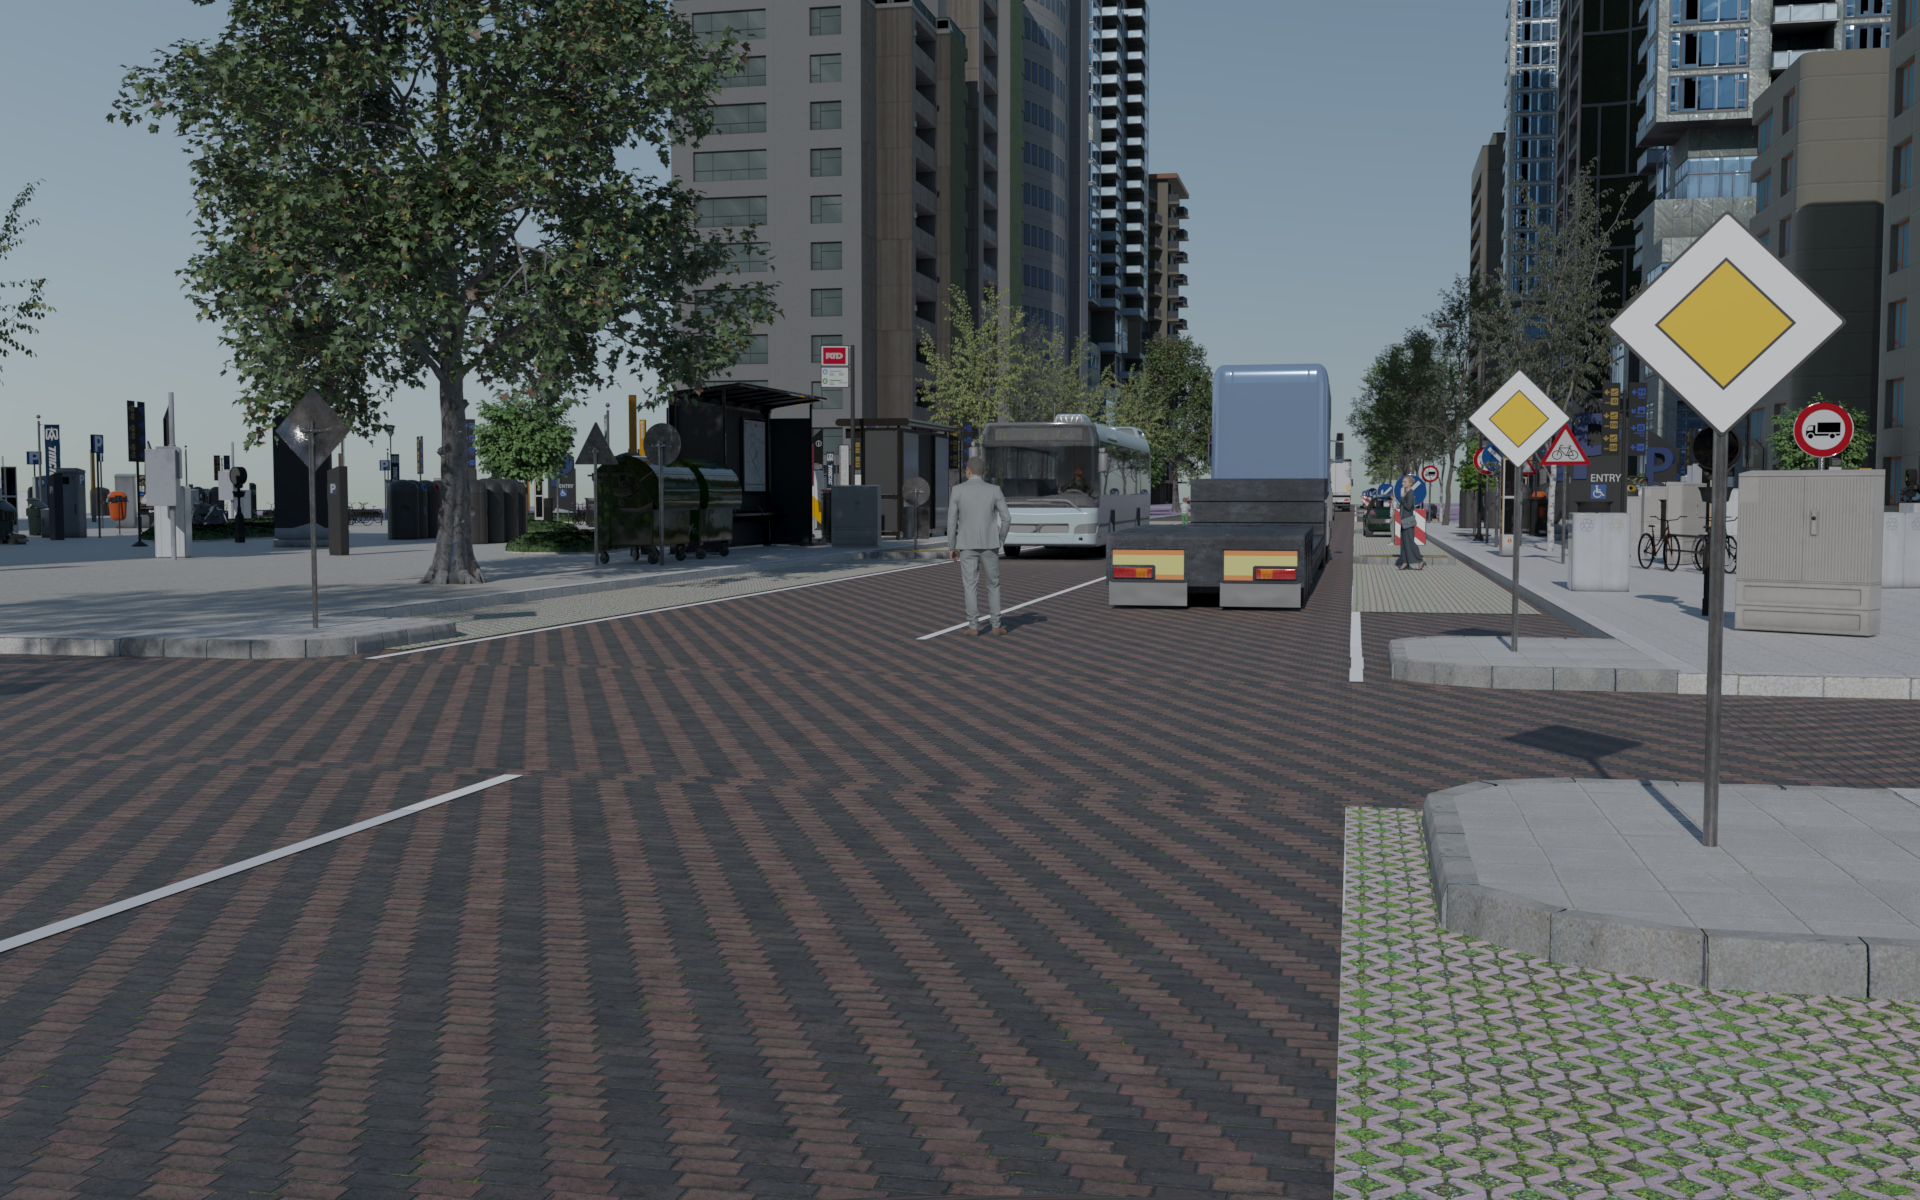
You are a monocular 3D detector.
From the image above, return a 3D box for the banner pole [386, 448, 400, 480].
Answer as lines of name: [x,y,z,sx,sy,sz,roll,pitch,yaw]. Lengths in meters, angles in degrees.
banner pole: [-31.090,-6.414,94.893,0.863,3.779,0.401,0,4,-3]

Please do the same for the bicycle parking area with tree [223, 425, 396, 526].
bicycle parking area with tree: [-25.909,-5.267,73.112,9.016,4.147,8.231,-3,5,-45]

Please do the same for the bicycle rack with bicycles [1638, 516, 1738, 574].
bicycle rack with bicycles: [12.668,-0.913,28.305,2.852,0.926,2.925,0,4,4]

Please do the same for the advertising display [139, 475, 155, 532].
advertising display: [-26.811,-3.207,57.655,0.974,1.923,0.123,-1,4,-23]

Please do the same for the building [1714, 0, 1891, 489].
building: [51.496,-48.632,107.809,22.319,86.520,31.000,1,4,13]

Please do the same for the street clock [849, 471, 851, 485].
street clock: [-3.487,-3.037,54.221,0.358,2.002,0.471,-1,4,-9]

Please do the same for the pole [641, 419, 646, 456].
pole: [-8.665,-3.276,47.402,0.158,3.312,0.155,0,3,0]

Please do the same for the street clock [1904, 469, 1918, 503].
street clock: [27.362,-2.770,49.863,0.358,2.002,0.471,1,4,16]

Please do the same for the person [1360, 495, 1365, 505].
person: [50.459,-12.672,216.422,1.217,1.736,0.721,-1,4,-23]

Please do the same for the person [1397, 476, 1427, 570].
person: [8.413,-1.433,32.352,0.534,1.772,0.576,-1,4,-10]

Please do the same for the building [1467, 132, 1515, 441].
building: [78.259,-36.862,226.401,21.300,48.544,21.600,1,4,13]

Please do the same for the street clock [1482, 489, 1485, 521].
street clock: [25.019,-4.799,83.027,0.471,2.002,0.358,-1,4,-10]

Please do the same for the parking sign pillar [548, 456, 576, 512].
parking sign pillar: [-19.485,-5.889,84.764,1.447,3.967,1.447,-2,4,-27]

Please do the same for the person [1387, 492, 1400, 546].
person: [12.053,-2.261,48.059,0.523,1.515,0.503,0,4,-7]

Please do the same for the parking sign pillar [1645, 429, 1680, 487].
parking sign pillar: [29.027,-5.084,71.596,1.447,3.967,1.447,3,5,42]

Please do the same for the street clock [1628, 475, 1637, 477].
street clock: [26.197,-3.850,67.517,0.358,2.002,0.471,-2,4,-29]

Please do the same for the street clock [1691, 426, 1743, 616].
street clock: [7.944,-0.835,18.222,0.471,2.002,0.358,2,4,31]

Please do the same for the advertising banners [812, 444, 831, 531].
advertising banners: [-4.516,-3.868,59.437,2.074,3.025,0.090,1,4,15]

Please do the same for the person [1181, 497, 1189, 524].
person: [8.760,-3.347,67.471,0.306,1.304,0.590,0,4,6]

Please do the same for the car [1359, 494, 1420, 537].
car: [14.446,-2.956,58.118,2.009,1.686,4.222,1,4,11]

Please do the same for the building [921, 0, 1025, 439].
building: [-3.886,-26.413,115.444,14.154,41.232,14.086,1,4,13]

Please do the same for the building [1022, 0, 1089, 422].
building: [-2.353,-36.370,136.656,21.231,58.520,28.212,1,4,13]

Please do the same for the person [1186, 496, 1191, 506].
person: [5.615,-1.995,41.298,0.466,1.800,0.511,0,4,0]

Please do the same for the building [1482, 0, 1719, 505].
building: [71.789,-54.248,199.621,22.319,86.520,31.000,1,4,13]

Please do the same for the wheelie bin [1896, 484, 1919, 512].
wheelie bin: [27.821,-2.613,50.629,0.693,1.594,0.980,0,4,3]

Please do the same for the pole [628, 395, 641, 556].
pole: [-6.724,-2.558,35.661,0.158,3.312,0.155,0,3,0]

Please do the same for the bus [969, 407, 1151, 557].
bus: [2.794,-2.914,42.503,2.948,3.499,13.247,1,4,11]

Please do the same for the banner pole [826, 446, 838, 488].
banner pole: [-6.594,-6.107,89.862,0.863,3.779,0.401,2,4,29]

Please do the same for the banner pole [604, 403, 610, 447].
banner pole: [-9.749,-3.537,47.847,0.401,3.779,0.863,-1,4,-21]

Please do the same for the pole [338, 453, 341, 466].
pole: [-30.921,-5.669,86.524,0.158,3.312,0.155,0,3,0]

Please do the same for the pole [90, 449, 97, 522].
pole: [-39.595,-5.215,79.110,0.158,3.312,0.155,0,3,0]

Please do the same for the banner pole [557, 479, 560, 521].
banner pole: [-17.586,-5.246,75.796,0.401,3.779,0.863,0,4,-5]

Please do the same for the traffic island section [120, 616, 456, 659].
traffic island section: [-6.180,0.350,16.554,2.009,0.180,2.903,1,4,13]

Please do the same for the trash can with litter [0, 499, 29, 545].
trash can with litter: [-24.227,-2.008,44.221,1.055,1.170,0.624,1,4,22]

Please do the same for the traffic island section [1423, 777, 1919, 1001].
traffic island section: [2.757,0.976,6.326,2.009,0.180,2.903,1,4,13]

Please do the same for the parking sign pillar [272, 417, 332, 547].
parking sign pillar: [-16.005,-3.285,42.179,1.447,3.967,1.447,-1,4,-10]

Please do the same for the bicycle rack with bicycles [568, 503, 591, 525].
bicycle rack with bicycles: [-15.142,-3.559,71.572,2.852,0.926,2.925,1,4,22]

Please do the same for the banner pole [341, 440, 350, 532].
banner pole: [-21.024,-4.224,59.074,0.401,3.779,0.863,-1,4,-12]

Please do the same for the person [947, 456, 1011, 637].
person: [0.192,-0.544,17.488,0.635,1.810,0.391,-1,4,-10]

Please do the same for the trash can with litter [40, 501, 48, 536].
trash can with litter: [-28.095,-2.552,53.115,1.055,1.170,0.624,1,4,20]

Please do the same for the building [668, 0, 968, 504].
building: [-7.885,-20.180,101.644,14.160,30.474,14.107,1,4,13]

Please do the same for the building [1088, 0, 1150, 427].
building: [11.386,-54.389,201.936,22.319,86.520,31.000,1,4,13]

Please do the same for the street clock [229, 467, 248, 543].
street clock: [-19.014,-2.514,45.682,0.471,2.002,0.358,2,4,33]

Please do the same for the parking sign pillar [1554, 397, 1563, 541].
parking sign pillar: [17.076,-3.633,47.874,1.447,3.967,1.447,2,4,30]

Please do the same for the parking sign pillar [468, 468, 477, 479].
parking sign pillar: [-25.074,-6.052,87.419,1.447,3.967,1.447,0,4,-7]

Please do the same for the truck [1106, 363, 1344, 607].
truck: [5.107,-2.478,30.278,2.967,4.110,18.799,1,4,13]

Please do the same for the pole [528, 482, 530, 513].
pole: [-23.069,-6.029,92.419,0.158,3.312,0.155,0,3,0]

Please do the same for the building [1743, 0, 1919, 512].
building: [45.184,-13.125,59.635,27.650,21.520,28.899,1,4,13]

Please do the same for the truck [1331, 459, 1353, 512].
truck: [31.137,-9.453,143.466,2.839,4.237,11.283,1,4,12]

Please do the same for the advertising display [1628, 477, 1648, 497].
advertising display: [25.196,-3.635,64.648,0.974,1.923,0.123,-1,4,-11]

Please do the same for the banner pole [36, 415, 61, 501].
banner pole: [-28.806,-3.956,54.700,0.863,3.779,0.401,0,4,-5]

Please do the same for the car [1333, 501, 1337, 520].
car: [19.268,-5.109,93.318,2.009,1.686,4.222,1,4,15]

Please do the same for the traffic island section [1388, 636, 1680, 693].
traffic island section: [4.535,0.500,14.111,2.009,0.180,2.903,1,4,13]

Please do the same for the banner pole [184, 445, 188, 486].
banner pole: [-39.815,-6.061,89.117,0.401,3.779,0.863,-2,4,-30]

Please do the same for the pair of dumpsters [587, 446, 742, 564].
pair of dumpsters: [-5.677,-1.901,33.577,1.574,2.255,4.437,1,4,13]

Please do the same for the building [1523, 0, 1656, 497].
building: [55.944,-42.575,134.345,20.563,71.187,20.611,1,4,13]

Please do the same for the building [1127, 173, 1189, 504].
building: [18.839,-35.342,232.459,22.147,44.769,28.867,1,4,13]

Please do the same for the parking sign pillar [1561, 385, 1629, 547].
parking sign pillar: [15.415,-3.260,41.771,1.447,3.967,1.447,1,4,22]
